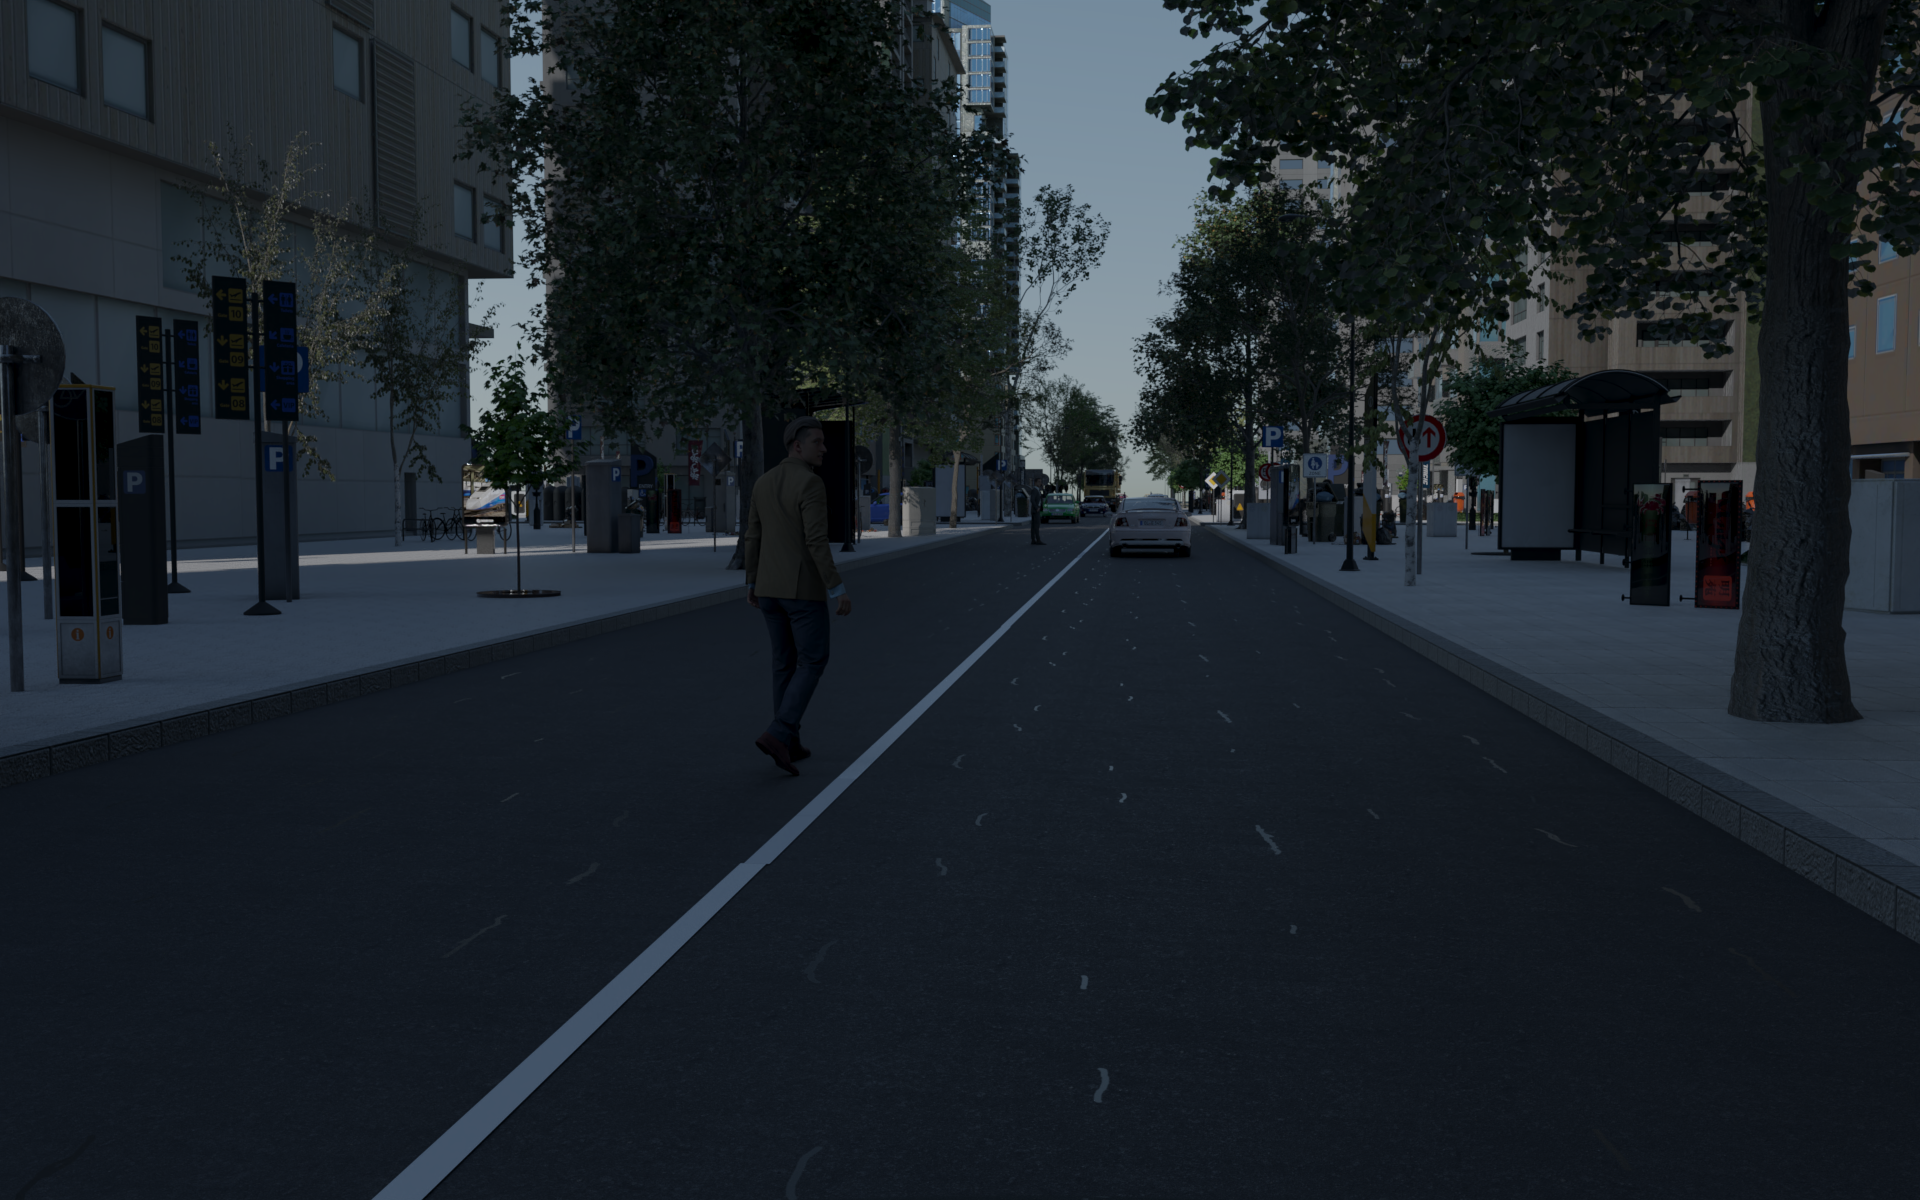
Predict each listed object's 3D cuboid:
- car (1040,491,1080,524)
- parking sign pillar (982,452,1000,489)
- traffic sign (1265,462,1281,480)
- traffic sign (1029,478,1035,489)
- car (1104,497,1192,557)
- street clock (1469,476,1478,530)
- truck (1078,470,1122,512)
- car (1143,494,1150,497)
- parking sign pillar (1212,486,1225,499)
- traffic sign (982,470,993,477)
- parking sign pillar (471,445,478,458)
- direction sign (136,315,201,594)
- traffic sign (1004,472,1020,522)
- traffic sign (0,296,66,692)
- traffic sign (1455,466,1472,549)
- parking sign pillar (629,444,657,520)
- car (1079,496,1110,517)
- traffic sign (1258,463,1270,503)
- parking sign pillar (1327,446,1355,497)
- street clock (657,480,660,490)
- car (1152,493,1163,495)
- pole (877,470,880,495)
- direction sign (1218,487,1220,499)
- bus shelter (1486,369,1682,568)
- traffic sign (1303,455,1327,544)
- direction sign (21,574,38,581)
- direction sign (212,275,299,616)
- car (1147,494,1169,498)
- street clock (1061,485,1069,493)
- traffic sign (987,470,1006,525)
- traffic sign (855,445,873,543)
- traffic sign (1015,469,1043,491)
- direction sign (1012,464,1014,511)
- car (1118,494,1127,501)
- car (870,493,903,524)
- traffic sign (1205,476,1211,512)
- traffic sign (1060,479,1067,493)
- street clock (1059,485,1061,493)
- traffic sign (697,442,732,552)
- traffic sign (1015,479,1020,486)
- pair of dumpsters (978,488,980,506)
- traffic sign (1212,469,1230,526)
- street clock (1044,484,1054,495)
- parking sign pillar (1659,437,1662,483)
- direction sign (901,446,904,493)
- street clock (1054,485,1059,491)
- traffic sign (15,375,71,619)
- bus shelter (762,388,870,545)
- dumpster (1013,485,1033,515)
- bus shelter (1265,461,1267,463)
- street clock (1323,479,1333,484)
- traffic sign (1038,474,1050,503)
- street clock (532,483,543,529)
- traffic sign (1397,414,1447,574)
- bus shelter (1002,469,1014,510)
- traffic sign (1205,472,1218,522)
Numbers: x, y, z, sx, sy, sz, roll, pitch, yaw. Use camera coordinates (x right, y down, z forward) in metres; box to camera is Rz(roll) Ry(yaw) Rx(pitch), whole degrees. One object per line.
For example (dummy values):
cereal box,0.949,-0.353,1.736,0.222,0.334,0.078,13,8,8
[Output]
car,4.923,-4.673,85.198,1.959,1.807,4.718,0,4,7
parking sign pillar,2.017,-7.572,112.275,1.447,3.967,1.447,2,4,29
traffic sign,12.644,-4.249,69.581,0.768,2.556,0.104,1,4,12
traffic sign,4.648,-6.570,109.549,0.606,2.300,0.079,0,4,8
car,4.455,-1.745,40.892,2.083,1.381,4.827,0,4,5
street clock,18.211,-3.482,61.508,0.358,2.002,0.471,-1,4,-17
truck,11.449,-8.770,139.309,3.469,3.379,9.791,0,4,8
car,33.523,-18.236,308.384,2.015,1.641,3.980,0,4,8
parking sign pillar,18.454,-8.190,122.376,1.447,3.967,1.447,1,4,16
traffic sign,1.464,-5.522,90.392,0.768,2.556,0.104,0,4,8
parking sign pillar,-19.070,-4.808,67.076,1.447,3.967,1.447,2,4,27
direction sign,-10.199,-1.859,22.393,0.379,3.537,0.876,2,4,30
traffic sign,2.348,-4.639,79.483,0.795,2.450,0.064,0,4,6
traffic sign,-6.132,-0.678,11.190,0.768,2.556,0.104,0,4,8
traffic sign,11.777,-2.329,40.206,0.606,2.300,0.079,1,4,12
parking sign pillar,-15.648,-5.941,85.614,1.447,3.967,1.447,0,4,3
car,8.455,-5.899,109.031,1.945,1.354,3.894,0,4,6
traffic sign,12.540,-4.314,70.632,0.768,2.556,0.104,0,4,7
parking sign pillar,18.703,-5.908,85.062,1.447,3.967,1.447,3,5,41
street clock,-15.801,-5.230,90.077,0.358,2.002,0.471,-3,4,-36
car,22.245,-11.384,195.165,2.155,1.783,4.494,0,4,6
pole,-6.799,-9.236,144.850,0.158,3.312,0.155,0,3,0
direction sign,17.363,-7.589,116.076,0.876,3.537,0.379,-2,4,-28
bus shelter,10.912,-2.256,30.811,2.014,3.302,5.546,0,4,6
traffic sign,9.013,-2.563,44.027,0.606,2.300,0.079,1,4,12
direction sign,-13.862,-2.050,25.518,0.876,3.537,0.379,2,4,24
direction sign,-7.428,-1.611,18.337,0.876,3.537,0.379,-3,5,-45
car,12.094,-5.750,106.022,2.014,1.417,4.499,0,4,5
street clock,8.365,-8.060,136.348,0.358,2.002,0.471,2,4,24
traffic sign,1.497,-4.153,71.544,0.795,2.450,0.064,0,4,6
traffic sign,-2.635,-2.748,45.034,0.768,2.556,0.104,1,4,10
traffic sign,5.554,-8.914,139.621,2.265,3.308,0.079,0,4,7
direction sign,3.983,-8.514,131.201,0.379,3.537,0.876,0,3,0
car,29.069,-18.483,311.228,2.155,1.783,4.494,0,4,5
car,-3.218,-4.147,77.392,3.694,1.707,1.945,0,4,4
traffic sign,17.424,-7.372,120.637,0.768,2.556,0.104,1,4,12
traffic sign,8.550,-8.852,144.834,0.768,2.556,0.104,1,4,14
street clock,7.972,-8.140,137.662,0.471,2.002,0.358,-1,4,-11
traffic sign,-5.423,-2.269,38.278,0.795,2.450,0.064,0,4,8
traffic sign,4.609,-8.499,139.062,0.768,2.556,0.104,1,4,14
pair of dumpsters,2.101,-7.329,122.320,1.574,2.255,4.437,0,4,6
traffic sign,10.637,-4.092,70.547,0.795,2.450,0.064,0,4,6
street clock,6.346,-7.387,125.350,0.471,2.002,0.358,-1,4,-13
parking sign pillar,32.513,-5.707,81.785,1.447,3.967,1.447,-2,4,-29
direction sign,-2.718,-5.504,81.981,0.379,3.537,0.876,-1,4,-9
street clock,7.316,-8.070,136.518,0.471,2.002,0.358,-1,4,-10
traffic sign,-9.344,-1.075,17.681,0.768,2.556,0.104,0,4,8
bus shelter,-3.468,-3.031,40.837,1.731,3.624,6.357,0,4,6
dumpster,3.972,-6.250,107.945,1.264,1.857,1.865,0,4,6
bus shelter,19.262,-7.458,113.216,1.731,3.624,6.357,0,4,6
street clock,17.722,-4.831,83.561,0.471,2.002,0.358,2,4,29
traffic sign,5.174,-6.567,107.475,0.768,2.556,0.104,1,4,13
street clock,-15.353,-3.562,62.809,0.471,2.002,0.358,2,4,25
traffic sign,7.335,-1.681,27.592,0.768,2.556,0.104,1,4,11
bus shelter,2.442,-7.517,116.822,2.014,3.302,5.546,0,4,6
traffic sign,11.488,-4.578,78.487,0.795,2.450,0.064,0,4,6
